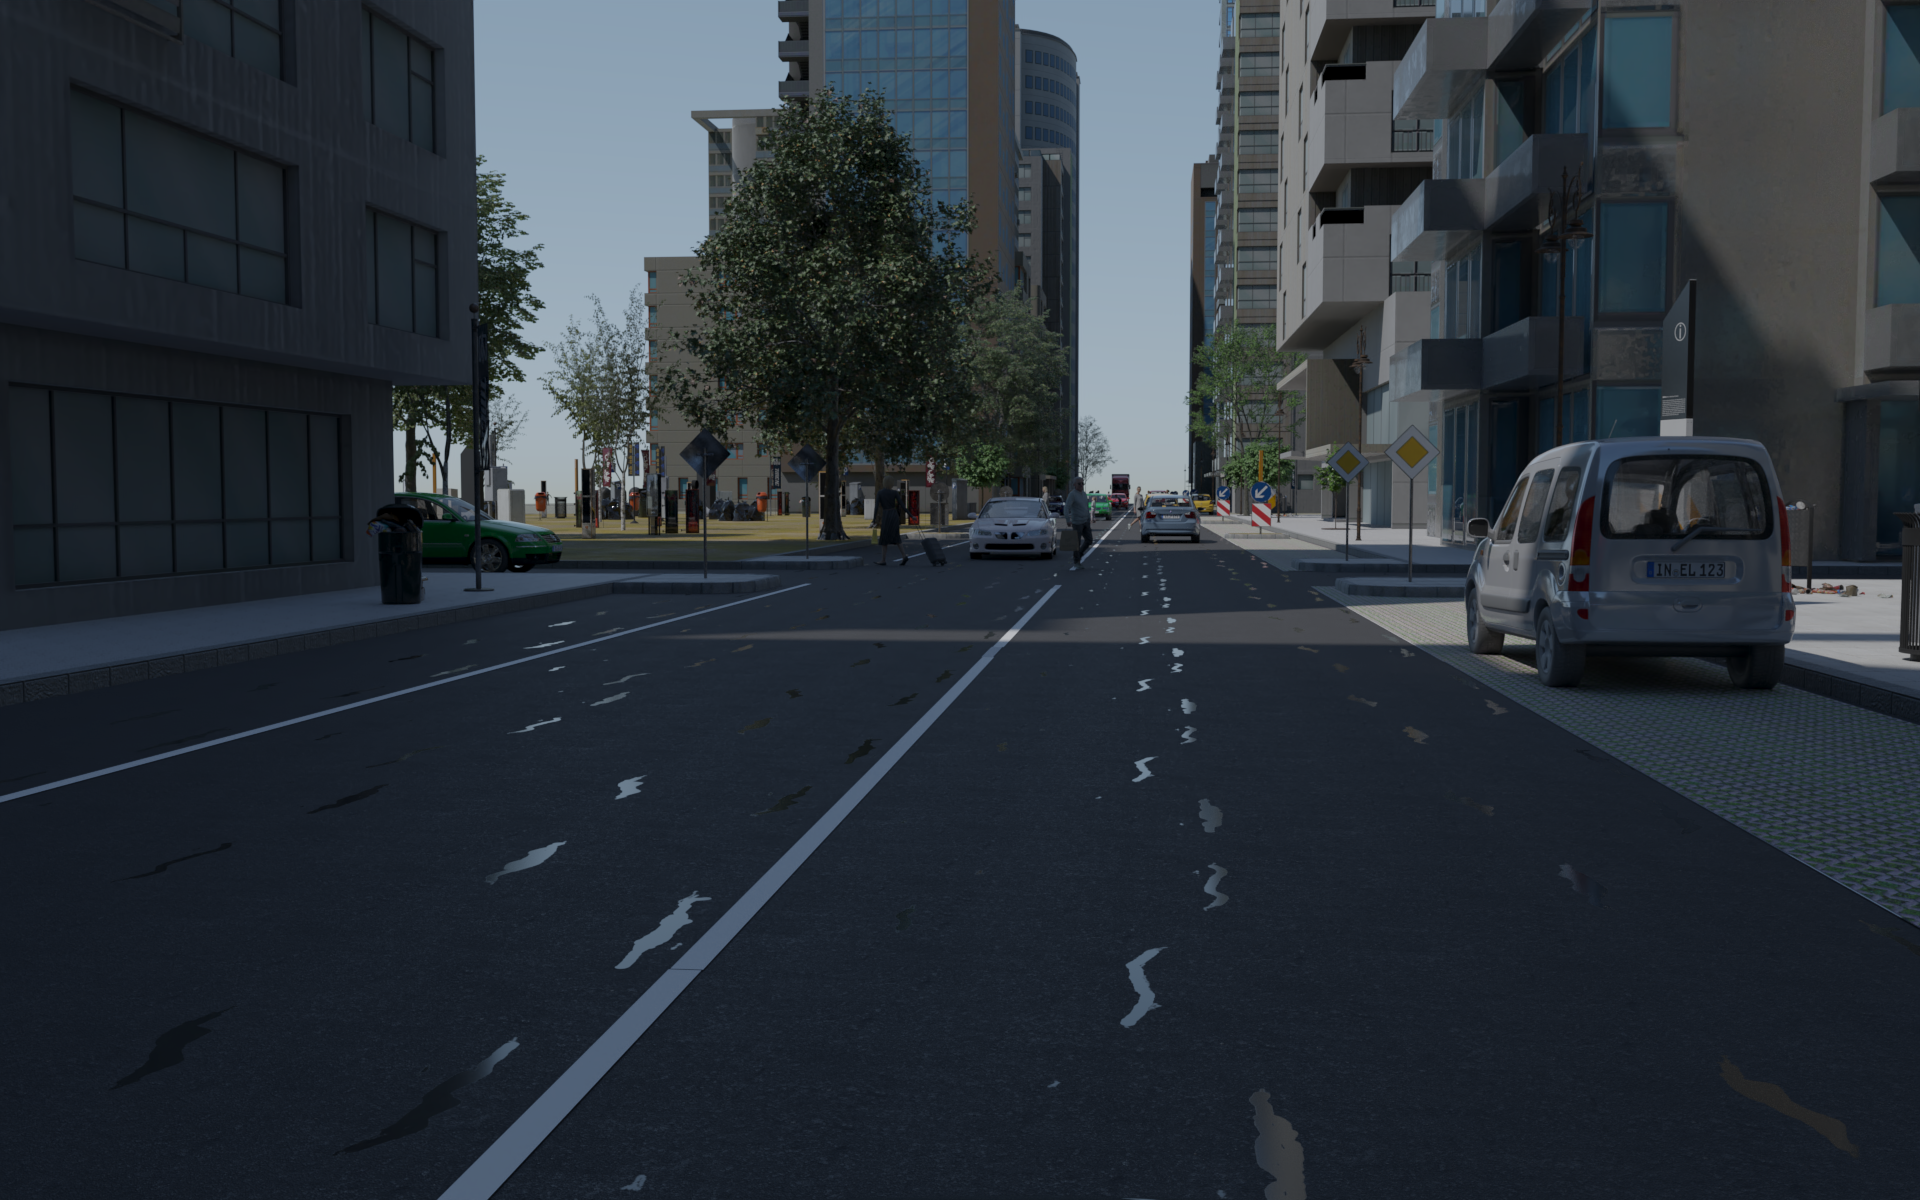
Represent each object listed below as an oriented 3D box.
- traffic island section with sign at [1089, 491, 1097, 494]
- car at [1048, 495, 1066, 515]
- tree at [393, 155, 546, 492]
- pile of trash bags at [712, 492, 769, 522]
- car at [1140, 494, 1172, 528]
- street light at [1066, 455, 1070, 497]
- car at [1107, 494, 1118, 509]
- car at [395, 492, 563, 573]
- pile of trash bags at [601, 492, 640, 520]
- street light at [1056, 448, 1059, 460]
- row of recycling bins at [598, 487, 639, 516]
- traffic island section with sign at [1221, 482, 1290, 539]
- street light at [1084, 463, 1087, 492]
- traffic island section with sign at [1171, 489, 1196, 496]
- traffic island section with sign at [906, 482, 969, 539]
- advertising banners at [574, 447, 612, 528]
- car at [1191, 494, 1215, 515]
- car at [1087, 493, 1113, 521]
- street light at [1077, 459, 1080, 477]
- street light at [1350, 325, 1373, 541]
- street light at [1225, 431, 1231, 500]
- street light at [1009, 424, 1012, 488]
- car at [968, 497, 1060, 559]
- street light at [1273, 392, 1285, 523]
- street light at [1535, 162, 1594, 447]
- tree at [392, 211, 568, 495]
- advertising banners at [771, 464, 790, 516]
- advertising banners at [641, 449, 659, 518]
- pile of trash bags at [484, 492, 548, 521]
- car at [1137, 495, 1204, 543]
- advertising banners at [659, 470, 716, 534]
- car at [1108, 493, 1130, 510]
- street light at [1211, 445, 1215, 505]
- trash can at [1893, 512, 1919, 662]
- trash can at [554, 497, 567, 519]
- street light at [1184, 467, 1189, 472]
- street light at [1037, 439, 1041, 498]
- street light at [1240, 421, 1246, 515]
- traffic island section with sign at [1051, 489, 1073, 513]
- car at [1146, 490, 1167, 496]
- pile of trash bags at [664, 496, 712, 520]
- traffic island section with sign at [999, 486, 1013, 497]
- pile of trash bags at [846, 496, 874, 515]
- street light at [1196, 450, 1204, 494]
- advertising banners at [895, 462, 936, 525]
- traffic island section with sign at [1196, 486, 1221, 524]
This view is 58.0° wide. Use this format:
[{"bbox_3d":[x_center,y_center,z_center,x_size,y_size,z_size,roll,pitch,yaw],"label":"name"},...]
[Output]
[{"bbox_3d":[19.321,-14.316,242.694,1.989,1.847,2.006,0,4,6],"label":"traffic island section with sign"},{"bbox_3d":[6.387,-6.540,119.505,1.945,1.354,3.894,0,4,6],"label":"car"},{"bbox_3d":[-15.499,-8.066,50.005,7.486,12.596,7.792,0,3,0],"label":"tree"},{"bbox_3d":[-9.912,-4.378,81.333,1.912,1.369,3.447,-2,4,-34],"label":"pile of trash bags"},{"bbox_3d":[8.412,-3.828,72.818,2.015,1.641,3.980,0,4,5],"label":"car"},{"bbox_3d":[12.015,-13.496,193.441,0.468,5.910,1.993,0,4,6],"label":"street light"},{"bbox_3d":[14.675,-9.661,169.952,2.014,1.417,4.499,0,4,7],"label":"car"},{"bbox_3d":[-9.464,-1.350,30.869,4.718,1.807,1.959,0,4,5],"label":"car"},{"bbox_3d":[-17.210,-4.741,87.263,1.912,1.369,3.447,1,4,23],"label":"pile of trash bags"},{"bbox_3d":[9.543,-12.078,170.264,0.468,5.910,1.993,0,4,6],"label":"street light"},{"bbox_3d":[-19.091,-5.658,99.623,3.534,1.692,1.069,-1,4,-22],"label":"row of recycling bins"},{"bbox_3d":[9.527,-2.880,55.717,1.989,1.847,2.006,0,4,6],"label":"traffic island section with sign"},{"bbox_3d":[18.314,-17.108,252.508,0.468,5.910,1.993,0,4,6],"label":"street light"},{"bbox_3d":[20.679,-9.229,159.521,1.989,1.847,2.006,0,4,6],"label":"traffic island section with sign"},{"bbox_3d":[-0.652,-2.933,56.586,1.989,1.847,2.006,0,4,6],"label":"traffic island section with sign"},{"bbox_3d":[-13.837,-4.230,65.350,2.074,3.025,0.090,2,4,35],"label":"advertising banners"},{"bbox_3d":[16.529,-6.658,119.080,2.015,1.641,3.980,0,4,5],"label":"car"},{"bbox_3d":[7.380,-5.255,94.714,1.959,1.807,4.718,0,4,6],"label":"car"},{"bbox_3d":[15.262,-15.301,222.964,0.468,5.910,1.993,0,4,6],"label":"street light"},{"bbox_3d":[10.976,-4.571,47.521,0.468,5.910,1.993,0,4,6],"label":"street light"},{"bbox_3d":[19.165,-9.256,124.120,0.468,5.910,1.993,0,4,6],"label":"street light"},{"bbox_3d":[3.211,-8.445,110.859,0.468,5.910,1.993,0,4,6],"label":"street light"},{"bbox_3d":[1.259,-1.673,39.708,2.083,1.381,4.827,0,4,5],"label":"car"},{"bbox_3d":[14.270,-6.398,77.401,0.468,5.910,1.993,0,4,6],"label":"street light"},{"bbox_3d":[8.521,-3.167,24.572,0.468,5.910,1.993,0,4,6],"label":"street light"},{"bbox_3d":[-12.090,-5.463,39.685,4.737,8.622,4.395,0,3,0],"label":"tree"},{"bbox_3d":[-10.708,-6.534,103.019,0.090,3.025,2.074,2,4,27],"label":"advertising banners"},{"bbox_3d":[-11.987,-4.435,68.700,0.090,3.025,2.074,2,4,29],"label":"advertising banners"},{"bbox_3d":[-21.478,-4.468,82.811,3.447,1.369,1.912,-1,4,-23],"label":"pile of trash bags"},{"bbox_3d":[6.326,-2.449,52.044,2.014,1.417,4.499,0,4,7],"label":"car"},{"bbox_3d":[-8.789,-3.698,56.651,2.074,3.025,0.090,-3,4,-36],"label":"advertising banners"},{"bbox_3d":[14.806,-9.348,161.872,2.155,1.783,4.494,0,4,5],"label":"car"},{"bbox_3d":[22.459,-11.061,153.638,0.468,5.910,1.993,0,4,6],"label":"street light"},{"bbox_3d":[7.550,-0.098,13.261,0.748,1.137,0.748,0,3,0],"label":"trash can"},{"bbox_3d":[-20.904,-4.833,90.672,0.748,1.137,0.748,0,3,0],"label":"trash can"},{"bbox_3d":[34.531,-17.922,265.813,0.468,5.910,1.993,0,4,6],"label":"street light"},{"bbox_3d":[6.387,-10.254,140.442,0.468,5.910,1.993,0,4,6],"label":"street light"},{"bbox_3d":[17.381,-8.205,106.938,0.468,5.910,1.993,0,4,6],"label":"street light"},{"bbox_3d":[7.594,-7.636,133.470,1.989,1.847,2.006,0,4,6],"label":"traffic island section with sign"},{"bbox_3d":[18.488,-9.368,161.838,2.281,1.827,5.304,0,4,6],"label":"car"},{"bbox_3d":[-13.358,-4.757,87.524,3.447,1.369,1.912,1,4,15],"label":"pile of trash bags"},{"bbox_3d":[2.275,-4.604,83.902,1.989,1.847,2.006,0,4,6],"label":"traffic island section with sign"},{"bbox_3d":[-5.567,-5.904,106.282,3.447,1.369,1.912,-2,4,-29],"label":"pile of trash bags"},{"bbox_3d":[25.548,-12.876,183.317,0.468,5.910,1.993,0,4,6],"label":"street light"},{"bbox_3d":[-1.932,-4.595,71.324,2.074,3.025,0.090,0,4,-1],"label":"advertising banners"},{"bbox_3d":[12.408,-4.523,82.572,1.989,1.847,2.006,0,4,6],"label":"traffic island section with sign"}]
